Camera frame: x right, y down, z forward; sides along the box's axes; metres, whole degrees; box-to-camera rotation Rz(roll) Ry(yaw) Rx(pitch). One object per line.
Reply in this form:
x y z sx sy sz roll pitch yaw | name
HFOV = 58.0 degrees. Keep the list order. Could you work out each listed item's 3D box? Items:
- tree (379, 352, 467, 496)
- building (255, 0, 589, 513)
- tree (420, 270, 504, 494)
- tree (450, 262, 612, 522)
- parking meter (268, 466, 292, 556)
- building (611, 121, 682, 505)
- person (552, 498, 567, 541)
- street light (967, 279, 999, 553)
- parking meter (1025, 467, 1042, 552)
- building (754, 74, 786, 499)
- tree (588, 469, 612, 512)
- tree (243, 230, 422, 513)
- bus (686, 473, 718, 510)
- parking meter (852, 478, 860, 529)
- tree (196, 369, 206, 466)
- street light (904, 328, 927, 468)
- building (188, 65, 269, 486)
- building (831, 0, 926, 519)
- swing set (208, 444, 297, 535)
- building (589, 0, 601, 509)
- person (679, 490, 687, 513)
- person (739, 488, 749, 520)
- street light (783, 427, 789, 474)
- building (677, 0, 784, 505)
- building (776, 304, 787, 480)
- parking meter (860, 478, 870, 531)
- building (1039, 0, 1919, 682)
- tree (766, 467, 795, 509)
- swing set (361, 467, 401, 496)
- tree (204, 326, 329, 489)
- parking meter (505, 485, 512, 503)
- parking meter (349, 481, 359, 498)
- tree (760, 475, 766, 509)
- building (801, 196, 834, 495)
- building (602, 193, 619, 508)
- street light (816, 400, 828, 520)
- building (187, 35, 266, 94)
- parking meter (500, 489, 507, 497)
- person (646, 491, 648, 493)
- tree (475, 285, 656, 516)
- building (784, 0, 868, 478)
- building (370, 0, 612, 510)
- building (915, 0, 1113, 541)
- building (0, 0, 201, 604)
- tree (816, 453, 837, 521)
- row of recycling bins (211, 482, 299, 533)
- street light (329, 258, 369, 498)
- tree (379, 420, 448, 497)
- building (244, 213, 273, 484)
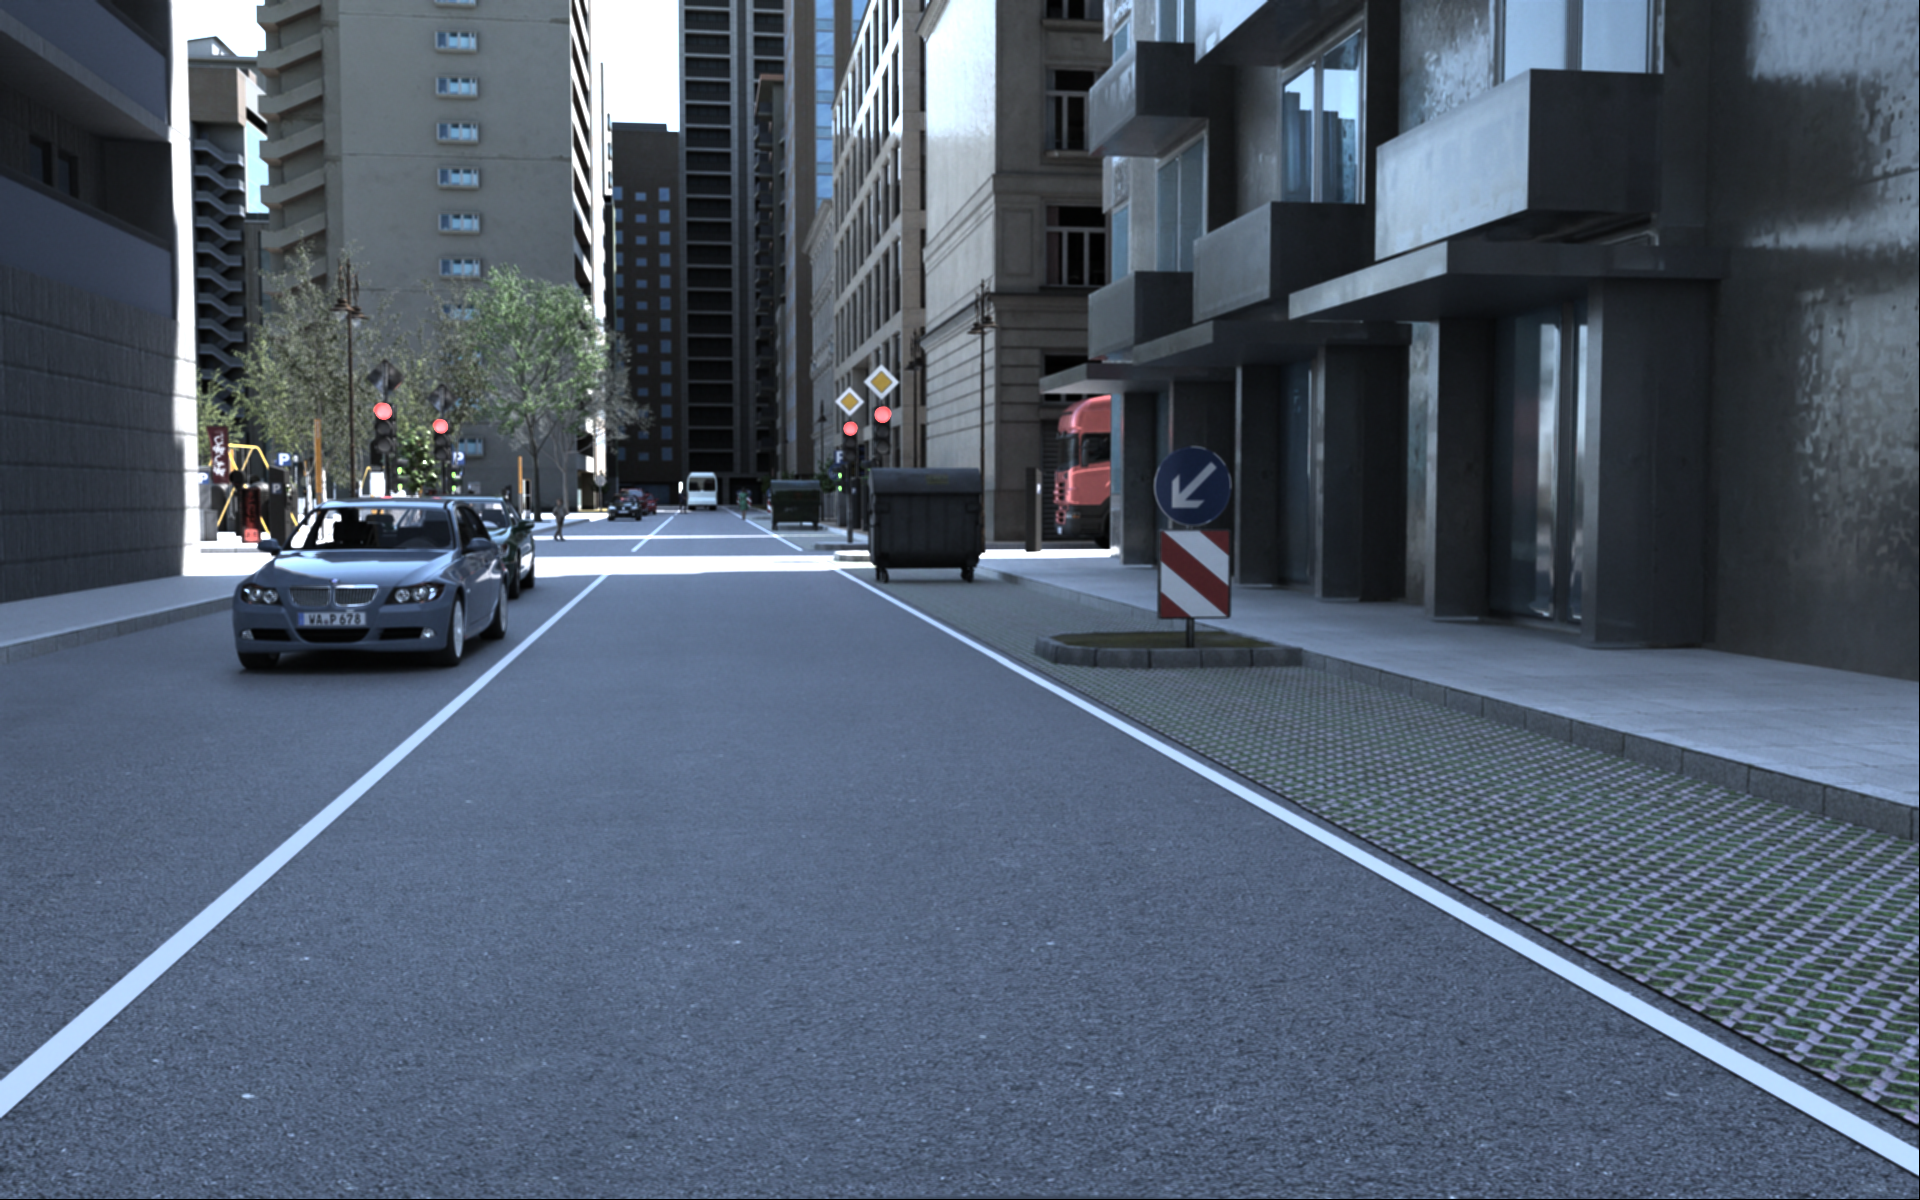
-27.988 -8.525 89.751 4.737 8.622 4.395 0 3 0 | tree
-38.391 -30.737 126.248 21.300 48.544 21.600 -1 4 -9 | building
-16.883 -6.526 57.066 4.360 8.622 3.978 0 3 0 | tree
-19.441 -9.355 78.711 9.928 11.665 9.643 0 3 0 | tree
-14.034 -1.839 35.780 0.399 1.863 0.255 0 4 6 | parking meter
-40.681 -34.111 207.820 14.200 45.320 14.600 -1 4 -9 | building
-12.203 -2.451 52.852 0.640 1.303 0.475 3 4 36 | person
0.488 -3.952 37.401 0.468 5.910 1.993 -1 4 -9 | street light
1.624 -1.988 38.213 0.255 1.863 0.399 2 4 25 | parking meter
-10.123 -32.202 181.119 22.147 44.769 28.867 -1 4 -9 | building
-25.645 -7.934 124.318 1.663 3.219 1.824 0 3 0 | tree
-17.967 -6.056 49.377 4.360 8.622 3.978 0 3 0 | tree
-23.168 -9.839 155.721 2.948 3.499 13.247 -1 4 -8 | bus
-3.824 -3.526 63.354 0.399 1.863 0.255 2 4 33 | parking meter
-43.189 -9.092 99.013 4.737 8.622 4.395 0 3 0 | tree
-1.252 -4.627 48.447 0.468 5.910 1.993 -1 4 -9 | street light
-79.444 -32.304 178.277 14.200 45.320 14.600 -1 4 -9 | building
4.760 -17.089 83.918 19.350 26.468 34.151 -1 4 -9 | building
-23.035 -3.527 55.282 2.862 2.851 3.119 0 4 -2 | swing set
-37.272 -30.254 144.768 14.600 45.320 14.200 -1 4 -9 | building
-20.383 -7.264 127.712 0.568 1.767 0.683 3 4 38 | person
-12.059 -5.369 96.530 0.600 1.795 0.529 0 4 0 | person
-12.036 -8.979 119.601 0.468 5.910 1.993 -1 4 -9 | street light
-23.862 -47.337 212.219 20.611 71.187 20.563 -1 4 -9 | building
-1.790 -18.892 153.926 27.650 21.520 28.899 -1 4 -9 | building
-3.133 -3.297 59.624 0.399 1.863 0.255 -3 5 -45 | parking meter
14.364 -24.635 22.392 23.786 49.044 30.456 -1 4 -9 | building
-12.289 -7.797 122.076 1.663 3.219 1.824 0 3 0 | tree
-32.818 -6.214 99.215 3.119 2.851 2.862 1 4 22 | swing set
-30.171 -7.737 76.856 4.737 8.622 4.395 0 3 0 | tree
-29.665 -6.605 113.704 0.399 1.863 0.255 0 4 2 | parking meter
-28.070 -4.560 80.270 0.399 1.863 0.255 -2 4 -31 | parking meter
-16.597 -9.503 149.972 1.663 3.219 1.824 0 3 0 | tree
-3.696 -16.790 110.675 11.583 22.565 21.152 -1 4 -9 | building
-39.054 -23.718 159.488 14.160 30.474 14.107 -1 4 -9 | building
-6.686 -6.803 84.018 0.468 5.910 1.993 -1 4 -9 | street light
-77.279 -37.939 209.533 27.495 52.752 28.713 -1 4 -9 | building
-23.820 -5.016 90.428 0.372 1.533 0.369 0 3 0 | parking meter
-31.621 -10.177 175.583 0.721 1.739 1.217 1 4 11 | person
-23.571 -11.769 102.800 12.009 13.543 11.850 0 3 0 | tree
-5.939 -29.402 130.825 14.600 45.320 14.200 -1 4 -9 | building
-47.143 -33.987 179.392 21.600 48.544 21.300 -1 4 -9 | building
13.917 -13.596 55.573 30.059 22.955 16.112 -1 4 -9 | building
-25.639 -29.244 20.147 28.212 58.520 21.231 -1 4 -9 | building
-6.084 -5.313 81.463 1.663 3.219 1.824 0 3 0 | tree
-23.821 -3.131 58.302 3.534 1.692 1.069 1 4 19 | row of recycling bins
-11.985 -3.750 34.103 0.468 5.910 1.993 -1 4 -9 | street light
-14.246 -3.114 45.515 1.663 3.219 1.824 0 3 0 | tree
-65.268 -24.997 180.407 14.107 30.474 14.160 -1 4 -9 | building
